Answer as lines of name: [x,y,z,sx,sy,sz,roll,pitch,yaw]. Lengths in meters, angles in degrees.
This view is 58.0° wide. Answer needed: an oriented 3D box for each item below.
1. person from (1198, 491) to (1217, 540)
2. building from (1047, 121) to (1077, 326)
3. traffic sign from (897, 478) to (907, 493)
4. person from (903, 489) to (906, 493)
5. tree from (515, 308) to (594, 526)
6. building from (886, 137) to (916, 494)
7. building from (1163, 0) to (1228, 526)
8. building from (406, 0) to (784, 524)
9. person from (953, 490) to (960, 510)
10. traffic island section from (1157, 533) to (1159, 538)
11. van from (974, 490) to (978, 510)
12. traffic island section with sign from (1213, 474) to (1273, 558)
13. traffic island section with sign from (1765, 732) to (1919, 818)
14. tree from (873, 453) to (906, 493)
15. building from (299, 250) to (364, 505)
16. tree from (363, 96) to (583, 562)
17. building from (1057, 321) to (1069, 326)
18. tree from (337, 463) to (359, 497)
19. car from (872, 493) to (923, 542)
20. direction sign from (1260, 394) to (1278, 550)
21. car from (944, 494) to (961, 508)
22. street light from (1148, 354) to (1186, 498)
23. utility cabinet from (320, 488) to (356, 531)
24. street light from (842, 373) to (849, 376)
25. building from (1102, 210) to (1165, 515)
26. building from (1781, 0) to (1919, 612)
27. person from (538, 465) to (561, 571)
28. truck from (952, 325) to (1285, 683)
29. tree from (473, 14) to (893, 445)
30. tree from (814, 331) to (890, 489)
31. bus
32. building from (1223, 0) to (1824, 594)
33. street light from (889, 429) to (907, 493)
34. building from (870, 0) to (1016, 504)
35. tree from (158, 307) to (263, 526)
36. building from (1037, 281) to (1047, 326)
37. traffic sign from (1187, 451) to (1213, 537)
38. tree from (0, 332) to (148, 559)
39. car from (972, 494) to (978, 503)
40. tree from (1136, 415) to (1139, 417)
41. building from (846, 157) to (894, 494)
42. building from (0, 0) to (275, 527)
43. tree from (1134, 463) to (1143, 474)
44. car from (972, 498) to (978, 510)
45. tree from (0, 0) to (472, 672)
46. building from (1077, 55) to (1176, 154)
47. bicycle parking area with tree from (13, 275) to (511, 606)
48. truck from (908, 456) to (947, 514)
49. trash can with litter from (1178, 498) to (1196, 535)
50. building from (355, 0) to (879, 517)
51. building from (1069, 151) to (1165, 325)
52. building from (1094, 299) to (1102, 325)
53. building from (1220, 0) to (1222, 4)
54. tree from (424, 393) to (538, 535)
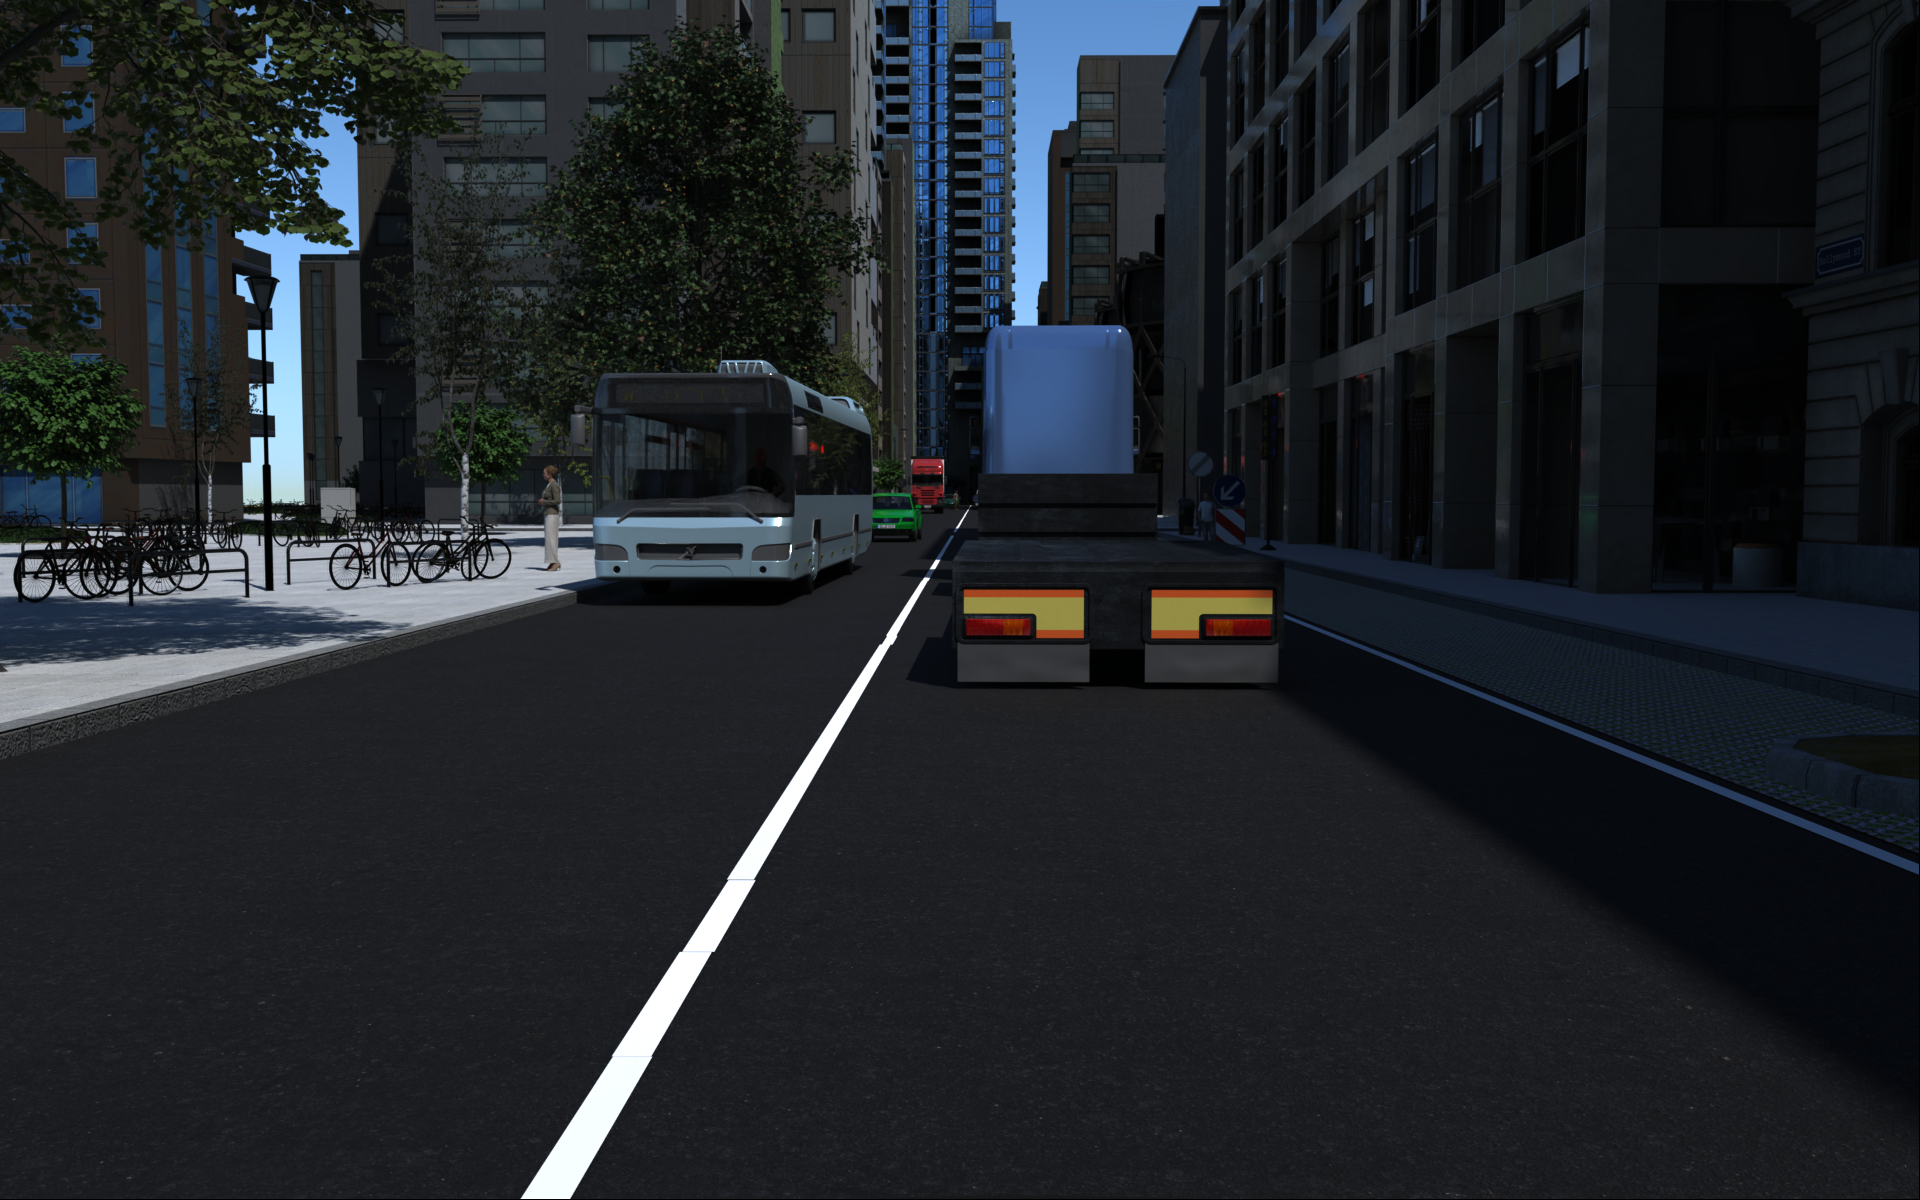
person: [5.846,-1.802,40.557,0.503,1.515,0.523,-1,4,-18]
building: [17.706,-34.156,208.553,14.600,45.320,14.200,0,4,1]
traffic sign: [-4.566,-8.352,136.659,0.768,2.556,0.104,1,4,10]
person: [-5.409,-9.614,163.954,0.721,1.743,1.217,1,4,12]
tree: [-15.823,-7.210,68.241,4.737,8.622,4.395,0,3,0]
building: [-12.349,-31.189,193.528,14.154,41.232,14.086,0,4,1]
building: [24.316,-15.539,73.123,30.058,24.678,14.314,0,4,1]
building: [-15.685,-24.107,77.747,14.154,41.232,14.086,0,4,1]
person: [-0.316,-9.252,159.780,0.705,1.824,1.348,2,4,27]
traffic island section: [5.553,-2.193,58.139,2.009,0.180,2.903,0,4,1]
van: [2.140,-9.150,156.609,2.013,2.044,4.112,0,4,0]
traffic island section with sign: [5.328,-1.650,35.612,1.989,1.847,2.006,0,4,1]
traffic island section with sign: [5.050,0.023,8.249,1.989,1.847,2.006,0,4,1]
tree: [-5.858,-9.509,139.182,4.285,4.588,4.351,0,3,0]
building: [-70.081,-26.764,209.284,14.107,30.474,14.160,0,4,1]
tree: [-9.385,-5.053,32.982,4.360,8.622,3.978,0,3,0]
building: [23.807,-20.928,187.210,27.650,21.520,28.899,0,4,1]
tree: [-36.300,-6.704,104.206,1.663,3.219,1.824,0,3,0]
car: [-2.123,-2.729,53.422,1.959,1.807,4.718,0,4,2]
direction sign: [7.051,-2.907,39.523,0.379,3.537,0.876,-1,4,-12]
car: [-0.967,-10.107,177.048,2.131,1.459,4.920,0,4,1]
street light: [6.937,-5.208,57.687,1.470,5.913,1.316,0,4,1]
utility cabinet: [-21.255,-3.092,59.236,1.173,1.500,0.318,1,4,16]
street light: [-4.938,-5.742,66.425,1.470,5.913,1.316,0,4,1]
building: [18.188,-14.818,109.731,16.820,18.784,16.811,0,4,1]
building: [15.472,-11.312,4.030,14.460,24.649,34.723,0,4,1]
person: [-6.874,-1.368,28.961,0.362,1.759,0.519,-1,4,-22]
truck: [1.411,-1.965,21.890,2.967,4.110,18.799,0,4,2]
tree: [-6.405,-7.637,41.868,9.611,12.733,9.660,0,3,0]
tree: [-5.548,-7.901,79.538,4.737,8.622,4.395,0,3,0]
bus: [-3.224,-2.001,27.575,2.948,3.499,13.247,0,4,2]
building: [17.962,-14.301,38.342,19.350,26.468,34.151,0,4,1]
street light: [-4.437,-9.202,122.990,1.470,5.913,1.316,0,4,1]
building: [-5.598,-56.440,235.459,31.000,86.520,22.319,0,4,1]
tree: [-29.770,-7.236,68.678,4.360,8.622,3.978,0,3,0]
building: [17.511,-28.179,232.424,14.107,30.474,14.160,0,4,1]
traffic sign: [7.160,-3.154,51.670,0.768,2.556,0.104,0,4,2]
tree: [-17.976,-3.112,34.591,4.285,4.588,4.351,0,3,0]
car: [1.416,-1.783,37.817,2.281,1.827,5.304,0,4,0]
tree: [8.197,-9.067,98.610,4.737,8.622,4.395,0,3,0]
building: [-13.012,-23.033,148.288,14.160,30.474,14.107,0,4,1]
building: [-39.250,-25.878,73.209,14.200,45.320,14.600,0,4,1]
tree: [9.062,-5.953,91.938,1.663,3.219,1.824,0,3,0]
car: [2.132,-9.237,160.805,2.009,1.686,4.222,0,4,1]
tree: [-6.905,-5.719,11.632,7.486,12.596,7.792,0,3,0]
building: [17.991,-29.457,165.215,14.154,41.232,14.086,0,4,1]
bicycle parking area with tree: [-11.476,-2.261,23.971,8.231,4.147,9.016,2,4,35]
truck: [-2.439,-8.627,129.961,2.839,4.237,11.283,0,4,-1]
trash can with litter: [7.179,-2.620,54.220,0.624,1.170,1.055,0,4,-4]
building: [-19.140,-31.617,106.169,28.713,52.752,27.495,0,4,1]
building: [16.341,-23.135,149.964,14.160,30.474,14.107,0,4,1]
building: [18.640,-16.229,132.802,16.820,18.784,16.811,0,4,1]
building: [40.913,-46.848,204.219,20.611,71.187,20.563,0,4,1]
tree: [-15.102,-4.343,54.716,4.285,4.588,4.351,0,3,0]
